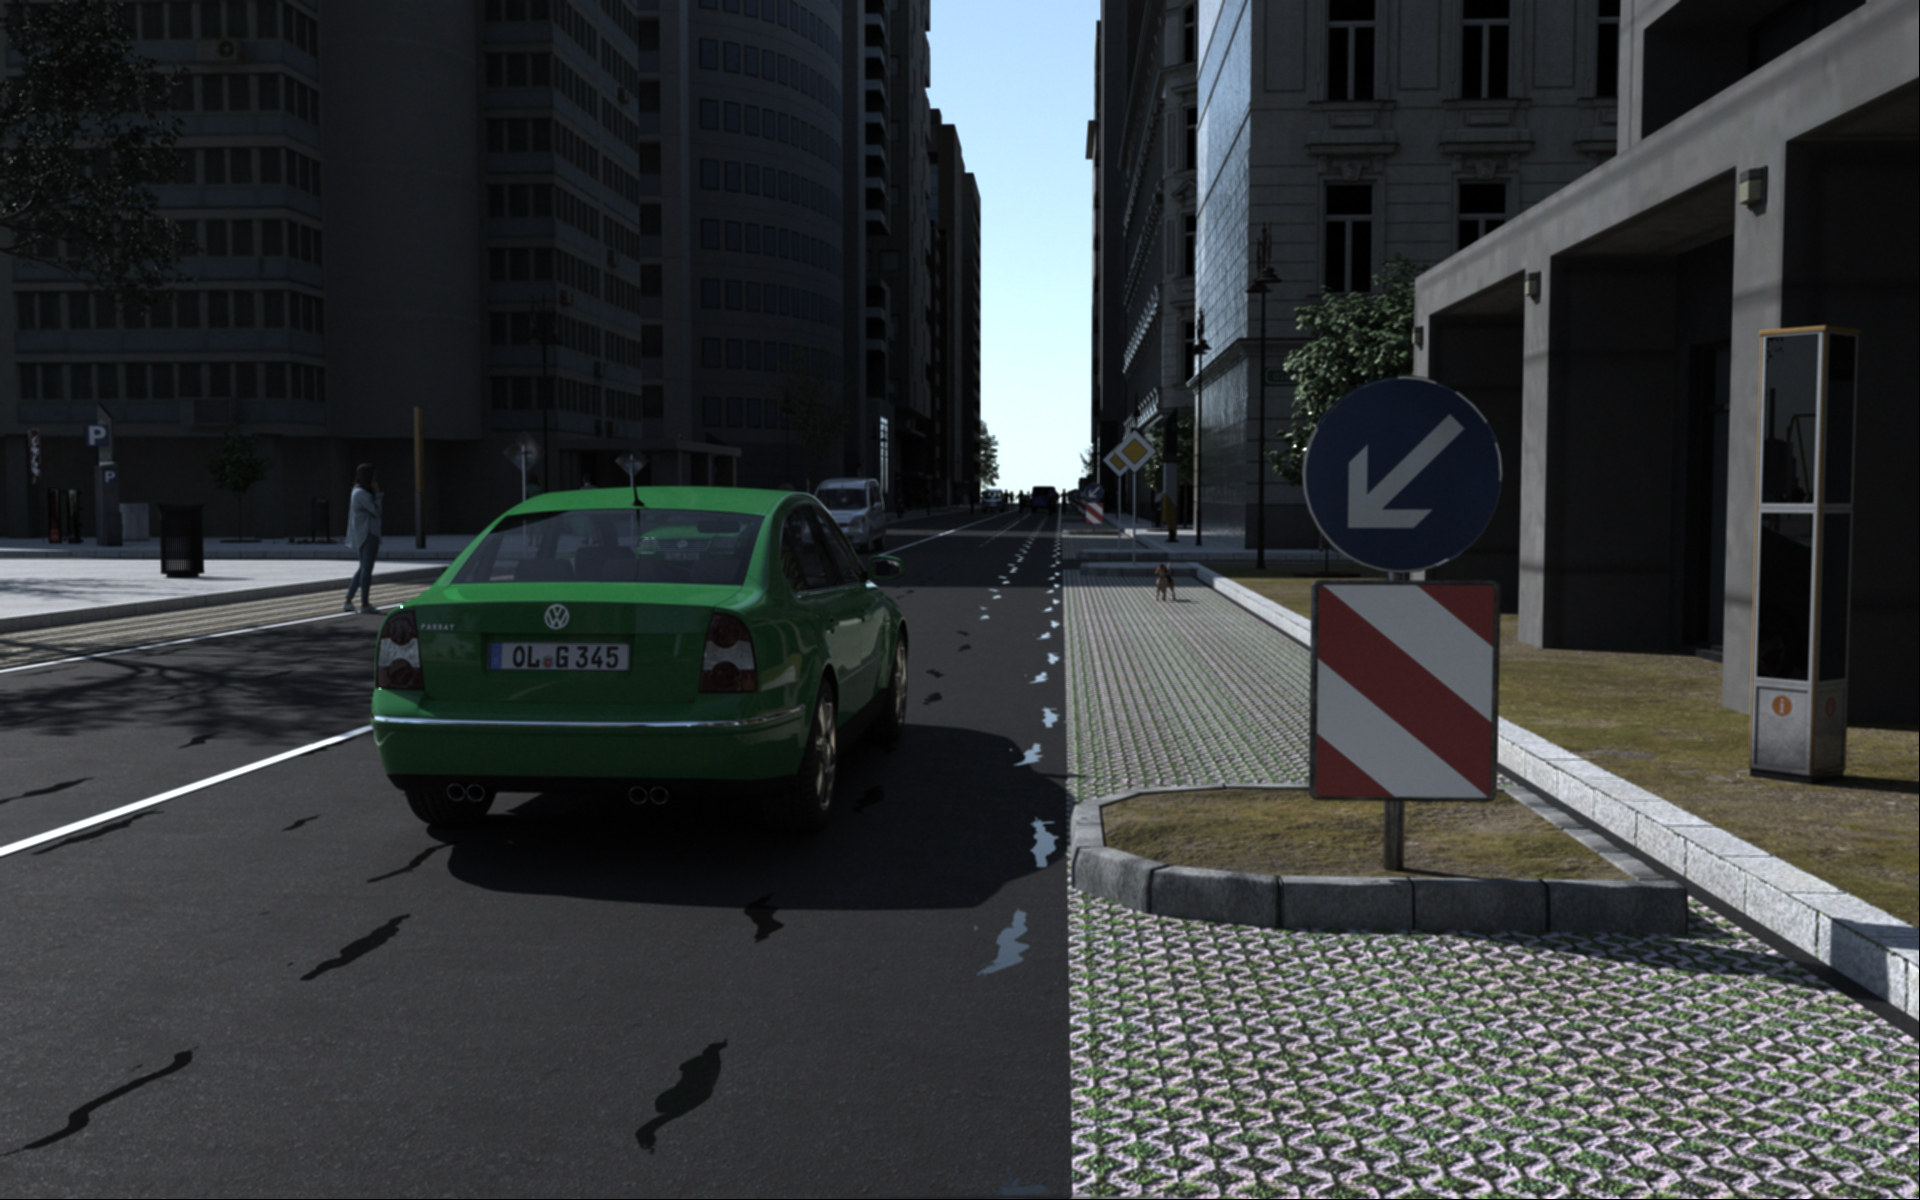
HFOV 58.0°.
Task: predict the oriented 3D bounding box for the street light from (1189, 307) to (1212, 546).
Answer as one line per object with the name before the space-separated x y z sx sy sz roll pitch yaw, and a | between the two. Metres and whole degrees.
street light | 5.951 -4.294 42.992 0.468 5.910 1.993 0 4 3

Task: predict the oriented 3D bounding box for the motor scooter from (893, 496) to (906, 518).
motor scooter | -3.586 -5.540 103.363 0.815 1.314 1.986 0 4 2

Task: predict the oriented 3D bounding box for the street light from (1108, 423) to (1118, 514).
street light | 10.108 -8.610 113.553 0.468 5.910 1.993 0 4 3

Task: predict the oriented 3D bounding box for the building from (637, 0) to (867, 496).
building | -17.440 -34.064 98.950 21.231 58.520 28.212 0 4 3

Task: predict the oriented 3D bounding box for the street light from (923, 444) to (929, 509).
street light | -2.978 -10.957 151.927 0.468 5.910 1.993 0 4 3

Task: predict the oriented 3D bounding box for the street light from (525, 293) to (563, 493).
street light | -9.602 -4.117 40.103 0.468 5.910 1.993 0 4 3

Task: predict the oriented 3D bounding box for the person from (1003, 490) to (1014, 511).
person | 3.812 -8.238 143.321 1.348 1.807 0.705 1 4 11

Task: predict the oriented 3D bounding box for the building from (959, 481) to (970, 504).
building | -15.186 -32.644 225.609 32.217 40.220 23.993 0 4 3

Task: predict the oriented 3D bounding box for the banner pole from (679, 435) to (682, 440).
banner pole | -12.041 -5.111 73.575 0.401 3.779 0.863 3 5 43

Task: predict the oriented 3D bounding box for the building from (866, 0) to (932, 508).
building | -16.896 -34.908 159.986 28.713 52.752 27.495 0 4 3

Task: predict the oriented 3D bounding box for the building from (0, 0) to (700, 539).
building | -24.644 -22.497 59.704 32.217 40.220 23.993 0 4 3

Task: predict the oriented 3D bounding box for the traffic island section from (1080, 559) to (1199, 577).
traffic island section | 3.183 -0.548 31.243 2.009 0.180 2.903 0 4 3

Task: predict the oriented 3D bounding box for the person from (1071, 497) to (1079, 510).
person | 10.046 -8.464 147.400 1.217 1.766 0.721 2 4 29

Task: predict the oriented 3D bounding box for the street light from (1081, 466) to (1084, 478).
street light | 17.247 -16.189 237.473 0.468 5.910 1.993 0 4 3

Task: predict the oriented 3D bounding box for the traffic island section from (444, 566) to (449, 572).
traffic island section | -8.039 -0.589 31.903 2.009 0.180 2.903 0 4 3

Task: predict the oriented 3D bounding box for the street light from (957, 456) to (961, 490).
street light | -0.205 -13.868 199.529 0.468 5.910 1.993 0 4 3

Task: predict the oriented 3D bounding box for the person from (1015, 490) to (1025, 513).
person | 4.555 -7.462 131.222 0.721 1.735 1.217 3 4 37

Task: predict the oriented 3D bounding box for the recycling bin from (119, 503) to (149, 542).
recycling bin | -22.583 -2.112 47.079 0.722 1.027 0.722 2 4 26

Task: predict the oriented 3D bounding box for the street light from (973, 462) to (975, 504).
street light | 1.891 -16.057 235.316 0.468 5.910 1.993 0 4 3

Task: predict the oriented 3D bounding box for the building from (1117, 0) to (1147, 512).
building | 18.396 -28.871 122.152 14.600 45.320 14.200 0 4 3

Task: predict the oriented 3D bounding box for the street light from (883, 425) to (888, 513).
street light | -5.087 -8.791 116.527 0.468 5.910 1.993 0 4 3

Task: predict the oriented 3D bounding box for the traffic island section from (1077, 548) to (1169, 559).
traffic island section | 3.650 -1.036 39.215 2.009 0.180 2.903 0 4 3

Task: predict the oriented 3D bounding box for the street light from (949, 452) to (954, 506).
street light | -0.951 -13.112 187.175 0.468 5.910 1.993 0 4 3

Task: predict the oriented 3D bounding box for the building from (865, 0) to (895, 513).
building | -15.603 -49.939 129.182 22.319 86.520 31.000 0 4 3

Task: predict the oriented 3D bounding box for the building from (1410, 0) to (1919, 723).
building | 14.736 -34.774 6.814 20.563 71.187 20.611 0 4 3

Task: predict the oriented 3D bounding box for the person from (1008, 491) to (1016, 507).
person | 5.714 -10.986 188.801 1.217 1.739 0.721 -1 4 -18

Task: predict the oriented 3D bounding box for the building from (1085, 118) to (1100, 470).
building | 31.690 -39.654 237.576 28.713 52.752 27.495 0 4 3

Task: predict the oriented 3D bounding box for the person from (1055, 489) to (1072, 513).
person | 7.820 -7.450 130.298 1.348 1.826 0.705 2 4 29

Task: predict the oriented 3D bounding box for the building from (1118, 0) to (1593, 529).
building | 17.488 -19.218 90.626 17.030 29.872 44.131 0 4 3

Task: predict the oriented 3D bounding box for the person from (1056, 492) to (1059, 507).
person | 10.357 -10.819 185.831 0.683 1.767 0.568 2 4 33

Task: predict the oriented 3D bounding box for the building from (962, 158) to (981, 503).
building | -8.173 -38.203 248.319 21.300 48.544 21.600 0 4 3

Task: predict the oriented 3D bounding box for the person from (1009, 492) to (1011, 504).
person | 7.335 -14.949 253.593 0.721 1.739 1.217 -3 4 -36

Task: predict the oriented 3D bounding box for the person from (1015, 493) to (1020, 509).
person | 6.039 -9.966 171.535 1.348 1.812 0.705 2 4 30

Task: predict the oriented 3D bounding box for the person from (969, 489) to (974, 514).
person | 0.818 -7.125 125.125 0.705 1.807 1.348 0 4 4

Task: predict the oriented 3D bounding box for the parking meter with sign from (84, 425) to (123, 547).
parking meter with sign | -21.173 -2.855 42.938 0.543 3.016 1.738 -3 4 -38

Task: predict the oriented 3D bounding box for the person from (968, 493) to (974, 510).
person | 0.978 -9.234 159.347 0.599 1.838 0.709 1 4 22

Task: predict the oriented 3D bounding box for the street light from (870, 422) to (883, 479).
street light | -5.449 -8.443 110.825 0.468 5.910 1.993 0 4 3

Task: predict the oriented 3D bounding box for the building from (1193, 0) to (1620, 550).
building | 28.469 -16.481 45.878 44.131 29.872 17.030 0 4 3

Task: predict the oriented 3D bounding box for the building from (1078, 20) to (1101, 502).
building | 28.340 -50.337 261.257 20.563 71.187 20.611 0 4 3

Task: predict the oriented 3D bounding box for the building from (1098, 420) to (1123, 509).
building | 23.130 -50.825 143.657 22.319 86.520 31.000 0 4 3

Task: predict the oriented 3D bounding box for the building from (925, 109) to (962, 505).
building | -7.092 -33.985 205.769 14.600 45.320 14.200 0 4 3

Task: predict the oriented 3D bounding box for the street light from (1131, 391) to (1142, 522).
street light | 7.941 -6.441 78.106 0.468 5.910 1.993 0 4 3

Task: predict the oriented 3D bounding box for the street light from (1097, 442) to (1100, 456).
street light | 12.478 -11.141 154.945 0.468 5.910 1.993 0 4 3

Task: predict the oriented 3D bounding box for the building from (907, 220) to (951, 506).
building | -8.476 -25.055 181.355 14.160 30.474 14.107 0 4 3

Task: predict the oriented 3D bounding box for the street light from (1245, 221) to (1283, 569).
street light | 5.168 -3.475 29.599 0.468 5.910 1.993 0 4 3

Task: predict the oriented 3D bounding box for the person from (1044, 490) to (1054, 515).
person | 6.023 -6.599 117.121 0.721 1.736 1.217 -2 4 -27

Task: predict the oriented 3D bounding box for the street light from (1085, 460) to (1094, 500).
street light | 15.168 -14.041 202.364 0.468 5.910 1.993 0 4 3

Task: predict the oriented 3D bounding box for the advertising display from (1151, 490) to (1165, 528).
advertising display | 7.576 -3.719 66.016 0.123 1.923 0.974 3 4 36

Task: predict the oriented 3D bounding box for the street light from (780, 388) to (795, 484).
street light | -7.531 -6.295 75.717 0.468 5.910 1.993 0 4 3

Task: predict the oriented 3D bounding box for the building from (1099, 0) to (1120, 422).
building | 24.581 -38.678 174.377 21.231 58.520 28.212 0 4 3
